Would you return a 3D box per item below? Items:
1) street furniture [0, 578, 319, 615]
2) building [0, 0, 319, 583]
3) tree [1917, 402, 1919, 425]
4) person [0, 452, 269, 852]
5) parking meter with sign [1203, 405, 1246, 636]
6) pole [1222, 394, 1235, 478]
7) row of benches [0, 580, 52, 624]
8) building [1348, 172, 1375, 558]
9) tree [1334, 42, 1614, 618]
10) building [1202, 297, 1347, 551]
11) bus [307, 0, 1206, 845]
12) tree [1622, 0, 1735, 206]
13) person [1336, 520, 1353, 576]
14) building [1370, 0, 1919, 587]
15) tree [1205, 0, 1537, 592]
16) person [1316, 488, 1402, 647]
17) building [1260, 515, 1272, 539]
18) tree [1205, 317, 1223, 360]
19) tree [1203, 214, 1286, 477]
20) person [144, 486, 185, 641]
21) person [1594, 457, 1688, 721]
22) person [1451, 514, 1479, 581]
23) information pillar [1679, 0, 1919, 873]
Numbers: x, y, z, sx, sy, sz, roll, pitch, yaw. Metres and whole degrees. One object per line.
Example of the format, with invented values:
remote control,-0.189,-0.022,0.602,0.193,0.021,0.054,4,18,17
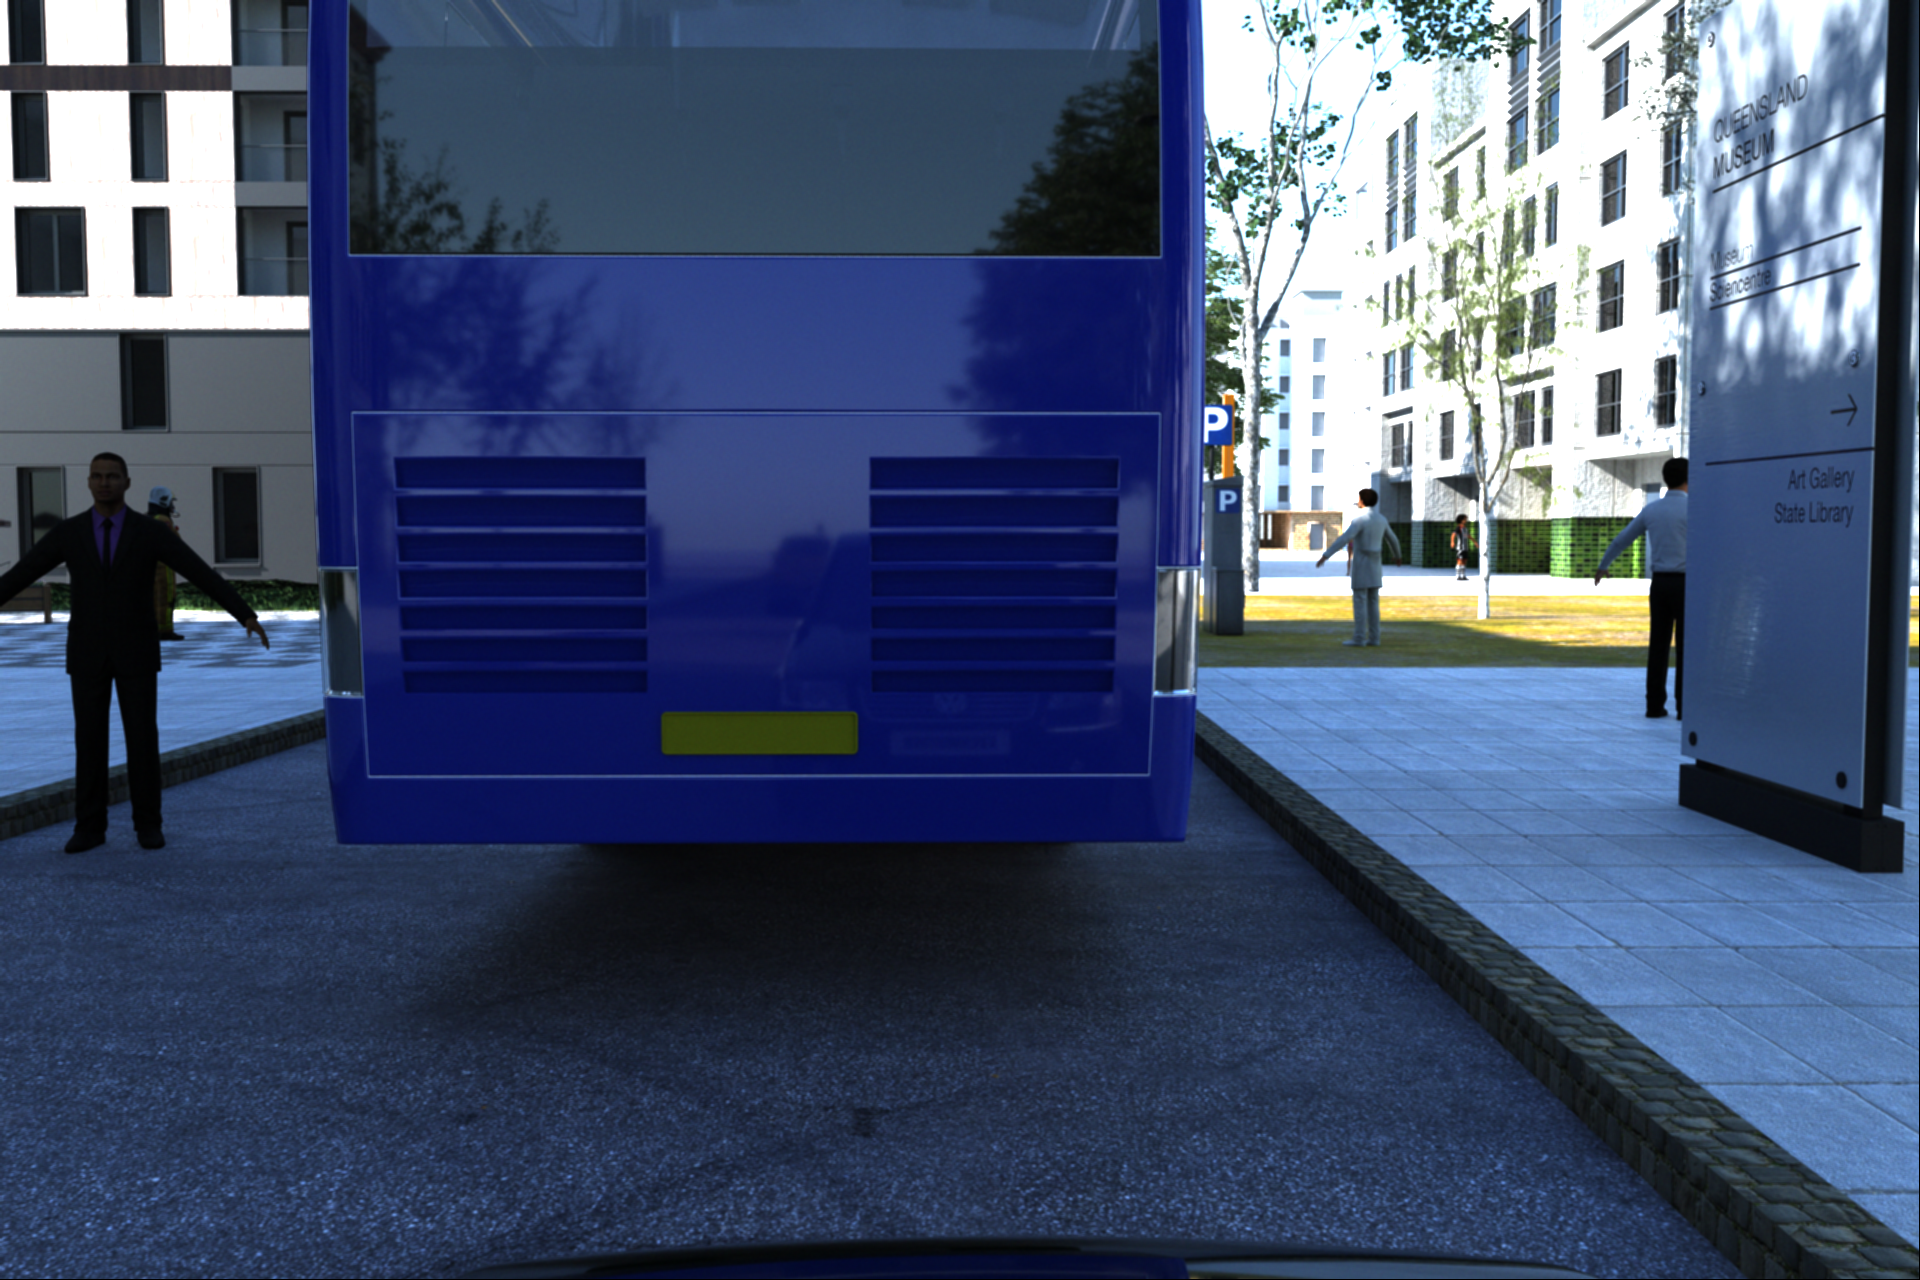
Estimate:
street furniture,-11.521,-0.880,30.013,10.072,0.657,5.734,0,4,4
building,-25.140,-13.169,59.282,27.936,21.610,32.646,0,4,0
tree,6.519,-3.553,8.448,4.360,8.622,3.978,0,3,0
person,-3.870,0.047,7.908,1.346,1.802,0.704,-1,4,-17
parking meter with sign,3.415,-1.612,22.613,0.543,3.016,1.738,0,4,-1
pole,3.924,-1.929,25.389,0.158,3.312,0.155,0,3,0
row of benches,-14.793,-0.531,24.139,4.104,0.672,1.422,-2,4,-25
building,26.012,-14.398,91.833,16.016,20.090,11.380,0,3,0
tree,8.142,-4.645,26.301,4.360,8.622,3.978,0,3,0
building,23.494,-17.691,145.665,16.016,20.090,11.380,0,4,1
bus,-0.662,-1.184,10.899,2.896,3.916,12.251,0,4,-1
tree,11.291,-6.526,17.072,12.009,13.543,11.850,0,3,0
person,12.150,-2.860,53.571,1.217,1.733,0.721,1,4,9
building,25.820,-11.680,57.433,16.747,18.905,31.486,0,3,0
tree,7.868,-11.104,37.437,12.611,20.169,13.585,0,3,0
person,4.635,-0.836,19.853,1.347,1.806,0.705,-2,4,-34
building,24.189,-18.713,172.414,16.747,18.905,31.486,0,4,0
tree,6.196,-8.600,66.366,9.928,11.665,9.643,0,3,0
tree,6.677,-8.465,56.523,7.486,12.596,7.792,0,3,0
person,-9.614,-0.927,20.931,1.354,1.858,0.705,3,5,41
person,4.986,-0.359,12.032,0.704,1.810,1.344,-3,5,-39
person,13.796,-2.529,47.500,1.345,1.843,0.704,-3,5,-43
information pillar,3.486,-0.976,7.268,0.184,3.620,1.656,0,3,0
